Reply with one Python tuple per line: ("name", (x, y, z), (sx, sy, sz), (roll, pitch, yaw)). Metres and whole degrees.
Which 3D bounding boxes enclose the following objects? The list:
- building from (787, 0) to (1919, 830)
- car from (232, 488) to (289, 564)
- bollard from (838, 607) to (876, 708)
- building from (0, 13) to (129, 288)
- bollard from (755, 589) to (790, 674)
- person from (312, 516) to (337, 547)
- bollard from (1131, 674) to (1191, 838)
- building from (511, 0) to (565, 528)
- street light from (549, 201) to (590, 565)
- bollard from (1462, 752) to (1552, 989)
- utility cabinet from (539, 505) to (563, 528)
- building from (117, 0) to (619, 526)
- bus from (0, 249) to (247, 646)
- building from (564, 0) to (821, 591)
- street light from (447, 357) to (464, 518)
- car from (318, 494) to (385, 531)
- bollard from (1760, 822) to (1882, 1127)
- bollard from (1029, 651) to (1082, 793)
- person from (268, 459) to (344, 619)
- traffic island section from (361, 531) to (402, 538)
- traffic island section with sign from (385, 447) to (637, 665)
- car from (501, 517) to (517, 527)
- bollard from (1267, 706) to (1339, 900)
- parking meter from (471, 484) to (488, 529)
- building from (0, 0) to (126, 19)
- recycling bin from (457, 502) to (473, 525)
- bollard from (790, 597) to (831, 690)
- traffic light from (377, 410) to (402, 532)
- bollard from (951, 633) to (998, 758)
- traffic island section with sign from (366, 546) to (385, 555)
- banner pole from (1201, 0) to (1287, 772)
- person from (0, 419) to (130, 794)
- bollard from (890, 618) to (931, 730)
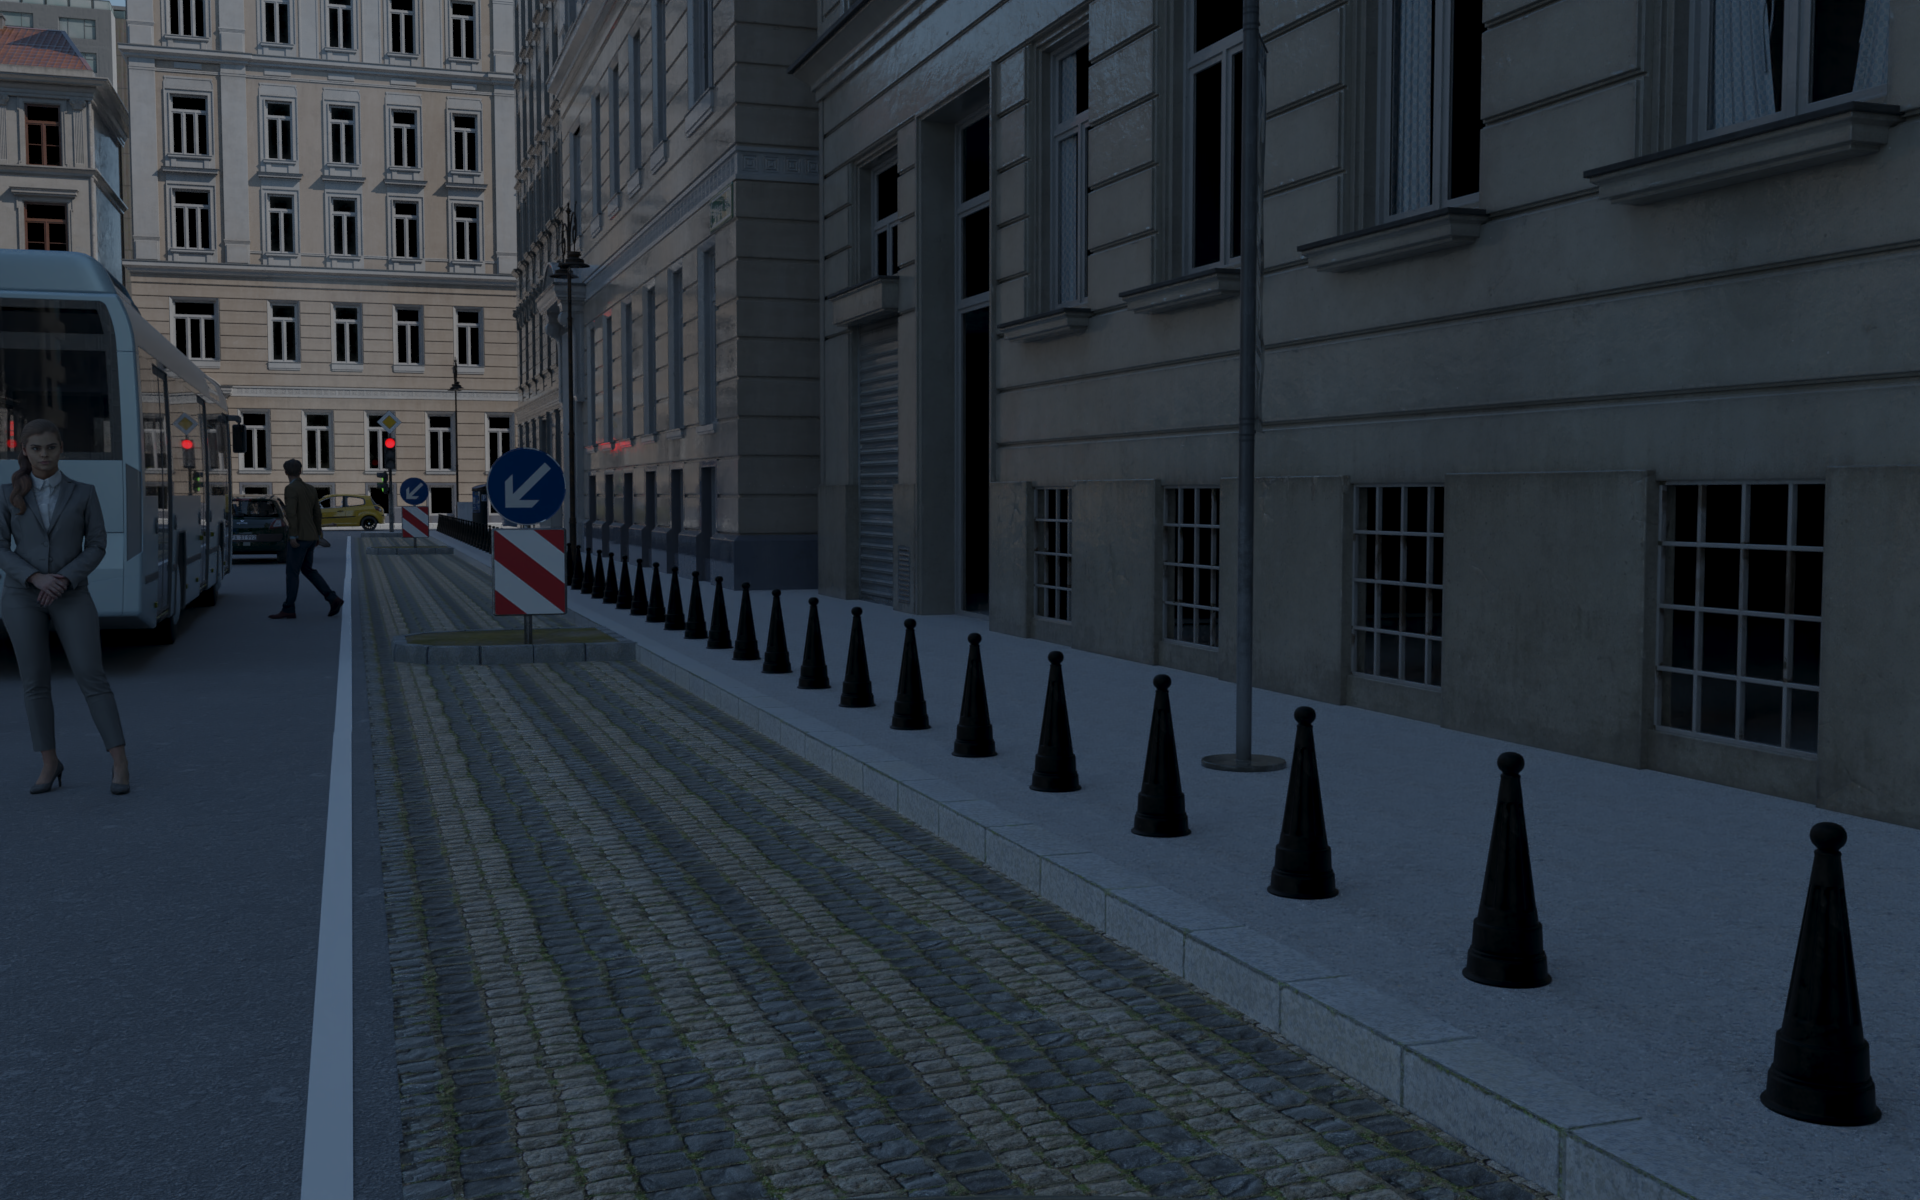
("building", (9.751, -10.838, 10.492), (16.112, 22.955, 30.059), (-1, 4, -19))
("car", (-15.052, -1.650, 36.765), (2.009, 1.686, 4.222), (-1, 4, -17))
("bollard", (-0.622, 0.340, 10.475), (0.229, 0.601, 0.229), (0, 3, 0))
("building", (-46.382, -14.453, 72.467), (21.152, 22.565, 11.583), (-1, 4, -19))
("bollard", (-1.317, 0.220, 12.443), (0.229, 0.601, 0.229), (0, 3, 0))
("person", (-17.133, -1.847, 46.624), (0.695, 0.859, 0.347), (0, 4, 1))
("bollard", (0.763, 0.580, 6.553), (0.229, 0.601, 0.229), (0, 3, 0))
("building", (-7.647, -12.364, 51.296), (9.793, 20.994, 18.267), (-1, 4, -19))
("street light", (-6.206, -3.354, 27.622), (0.468, 5.910, 1.993), (-1, 4, -19))
("bollard", (1.452, 0.701, 4.582), (0.229, 0.601, 0.229), (0, 3, 0))
("utility cabinet", (-10.027, -2.062, 42.387), (0.318, 1.500, 1.173), (-2, 4, -27))
("building", (-27.263, -18.015, 80.454), (20.117, 28.700, 13.634), (-1, 4, -19))
("bus", (-9.742, -1.483, 19.112), (2.948, 3.499, 13.247), (-1, 4, -20))
("building", (-0.352, -15.132, 33.314), (13.634, 28.700, 20.117), (-1, 4, -19))
("street light", (-17.019, -5.246, 58.560), (0.468, 5.910, 1.993), (-1, 4, -19))
("car", (-24.507, -3.505, 67.525), (3.980, 1.641, 2.015), (-1, 4, -18))
("bollard", (1.799, 0.761, 3.604), (0.229, 0.601, 0.229), (0, 3, 0))
("bollard", (0.416, 0.521, 7.531), (0.229, 0.601, 0.229), (0, 3, 0))
("person", (-7.591, -0.712, 20.057), (0.836, 1.842, 0.656), (-1, 4, -22))
("traffic island section", (-19.116, -2.204, 58.321), (2.009, 0.180, 2.903), (-1, 4, -19))
("traffic island section with sign", (-4.027, -0.415, 15.420), (1.989, 1.847, 2.006), (-1, 4, -19))
("car", (-14.553, -3.164, 63.736), (4.499, 1.417, 2.014), (-1, 4, -18))
("bollard", (1.105, 0.641, 5.566), (0.229, 0.601, 0.229), (0, 3, 0))
("parking meter", (-12.018, -2.138, 43.363), (0.372, 1.533, 0.369), (0, 3, 0))
("building", (-71.656, -27.897, 139.717), (14.154, 41.232, 14.086), (-1, 4, -19))
("recycling bin", (-15.836, -2.669, 56.193), (0.722, 1.027, 0.722), (0, 4, 4))
("bollard", (-0.967, 0.281, 11.455), (0.229, 0.601, 0.229), (0, 3, 0))
("traffic light", (-19.157, -4.237, 58.193), (0.839, 4.253, 0.868), (-1, 4, -19))
("bollard", (0.072, 0.461, 8.510), (0.229, 0.601, 0.229), (0, 3, 0))
("traffic island section with sign", (-13.231, -2.016, 41.597), (1.989, 1.847, 2.006), (-1, 4, -19))
("banner pole", (1.404, -1.117, 8.282), (0.401, 3.779, 0.863), (1, 4, 17))
("person", (-4.308, 0.030, 8.277), (0.520, 1.790, 0.573), (-3, 5, -42))
("bollard", (-0.272, 0.401, 9.490), (0.229, 0.601, 0.229), (0, 3, 0))
